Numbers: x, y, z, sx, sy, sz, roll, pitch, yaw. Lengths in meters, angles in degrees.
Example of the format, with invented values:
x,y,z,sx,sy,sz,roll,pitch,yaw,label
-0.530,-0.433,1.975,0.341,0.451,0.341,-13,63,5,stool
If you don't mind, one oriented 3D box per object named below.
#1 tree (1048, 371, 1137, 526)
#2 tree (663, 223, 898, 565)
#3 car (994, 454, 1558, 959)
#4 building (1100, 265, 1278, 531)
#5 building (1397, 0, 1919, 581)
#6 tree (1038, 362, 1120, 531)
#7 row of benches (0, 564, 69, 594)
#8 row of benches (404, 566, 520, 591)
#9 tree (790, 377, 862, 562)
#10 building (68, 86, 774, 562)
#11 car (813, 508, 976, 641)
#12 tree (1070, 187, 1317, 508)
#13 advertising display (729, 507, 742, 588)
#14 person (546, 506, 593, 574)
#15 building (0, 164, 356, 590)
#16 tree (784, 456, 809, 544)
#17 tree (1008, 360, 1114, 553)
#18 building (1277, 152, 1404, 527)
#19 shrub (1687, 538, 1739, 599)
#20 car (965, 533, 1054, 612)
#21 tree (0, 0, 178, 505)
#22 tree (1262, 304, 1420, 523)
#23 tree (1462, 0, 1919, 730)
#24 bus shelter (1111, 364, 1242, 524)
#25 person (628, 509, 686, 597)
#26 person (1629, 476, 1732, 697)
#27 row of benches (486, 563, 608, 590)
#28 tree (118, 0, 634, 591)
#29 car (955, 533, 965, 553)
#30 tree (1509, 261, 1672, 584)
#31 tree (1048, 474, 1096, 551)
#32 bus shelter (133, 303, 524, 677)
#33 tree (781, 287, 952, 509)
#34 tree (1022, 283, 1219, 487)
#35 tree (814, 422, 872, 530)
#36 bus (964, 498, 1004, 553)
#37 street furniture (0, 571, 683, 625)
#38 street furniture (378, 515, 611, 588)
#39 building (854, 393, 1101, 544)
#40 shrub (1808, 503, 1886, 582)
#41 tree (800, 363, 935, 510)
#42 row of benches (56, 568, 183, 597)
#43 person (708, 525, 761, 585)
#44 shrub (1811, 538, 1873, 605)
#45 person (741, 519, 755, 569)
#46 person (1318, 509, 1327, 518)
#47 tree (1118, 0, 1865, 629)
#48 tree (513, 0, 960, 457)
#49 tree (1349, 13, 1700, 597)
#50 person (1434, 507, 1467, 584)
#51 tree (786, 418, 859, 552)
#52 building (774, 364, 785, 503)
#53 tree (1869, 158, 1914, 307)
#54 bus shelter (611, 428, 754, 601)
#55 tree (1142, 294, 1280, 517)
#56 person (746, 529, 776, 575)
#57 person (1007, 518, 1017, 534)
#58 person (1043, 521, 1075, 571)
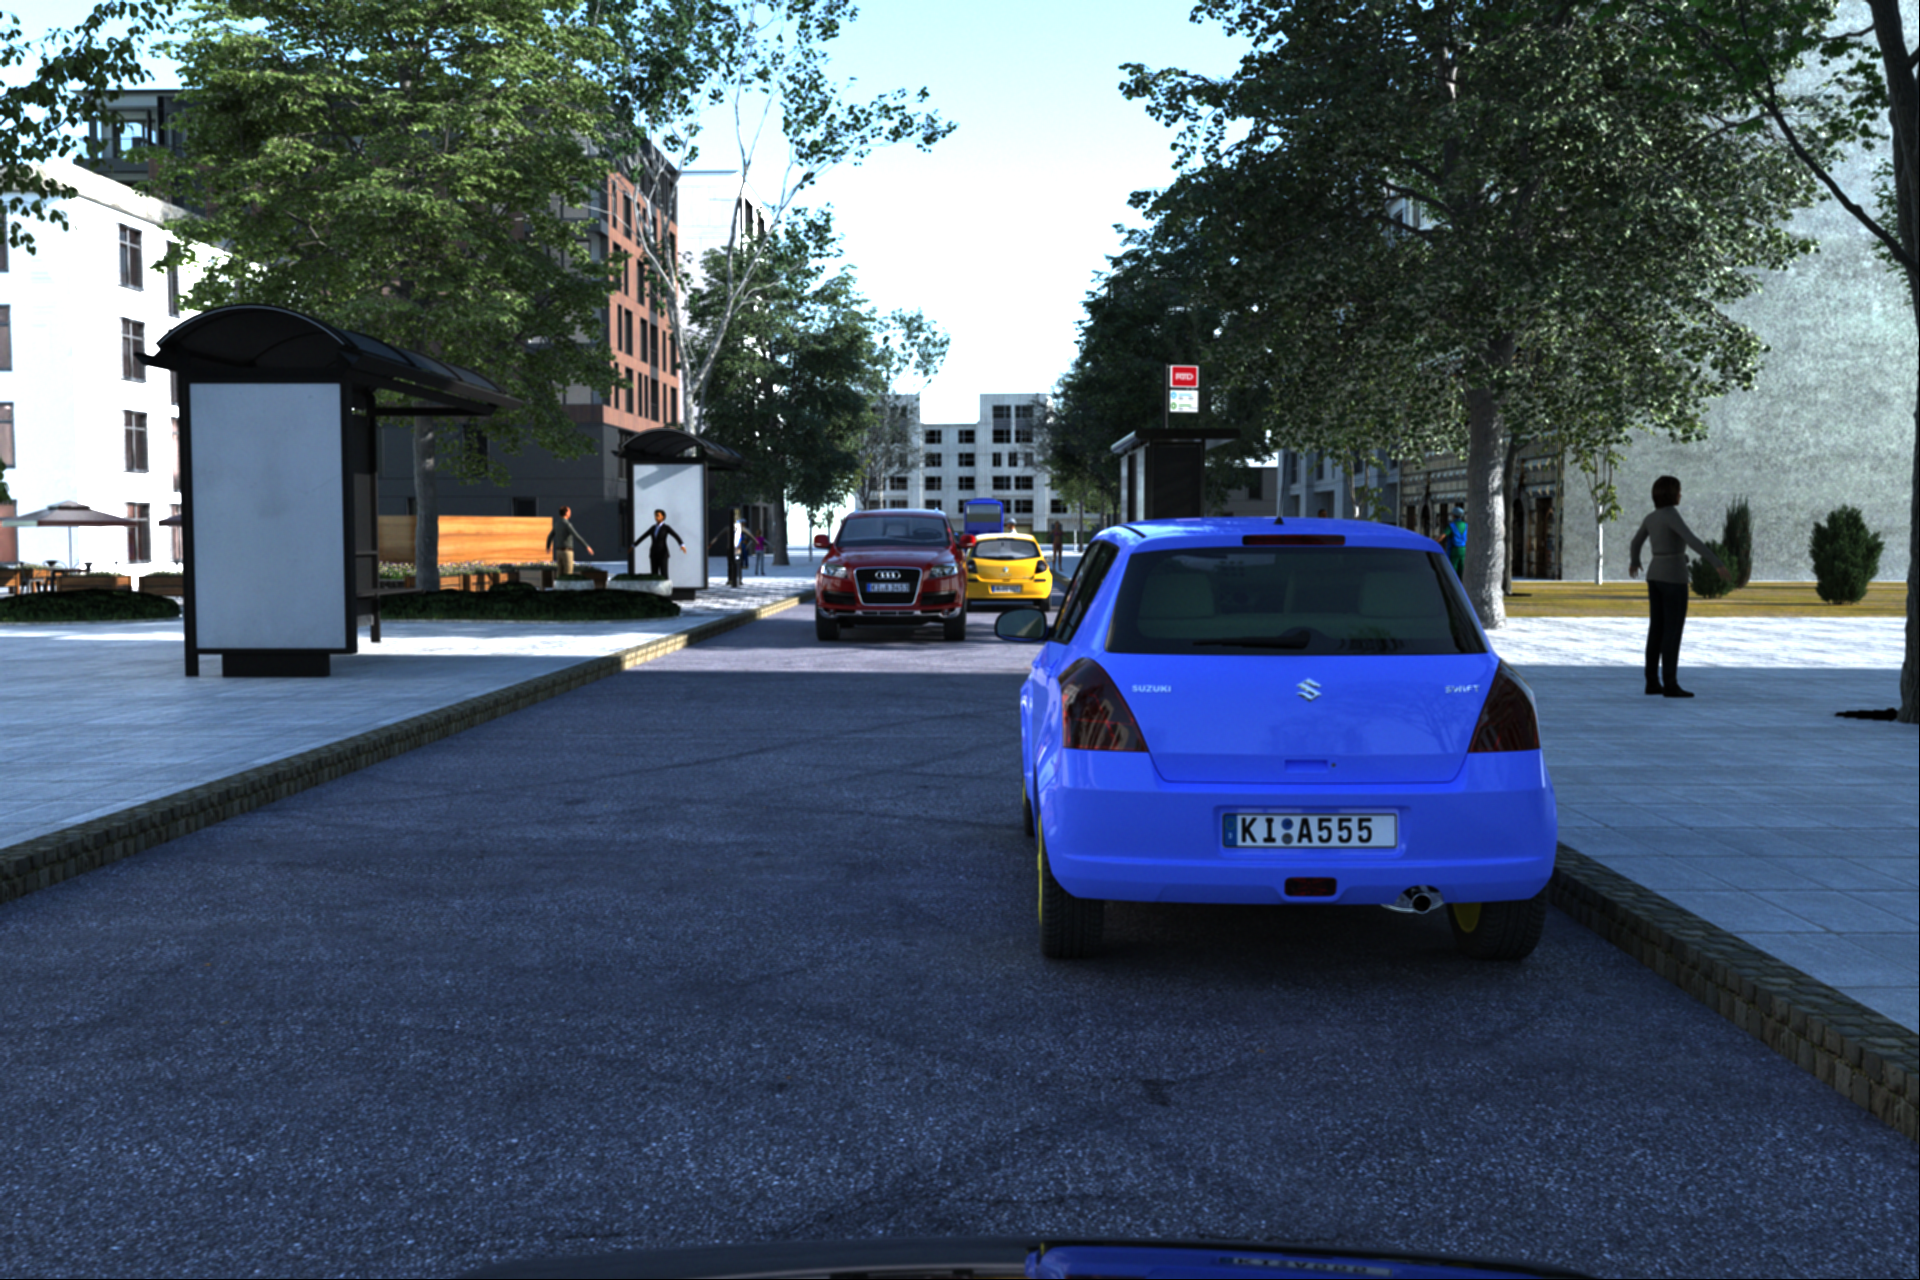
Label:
x,y,z,sx,sy,sz,roll,pitch,yaw,label
8.393,-9.884,96.020,8.767,10.594,7.601,3,4,38,tree
-7.403,-10.048,70.948,9.857,13.997,8.962,0,3,0,tree
1.112,0.150,7.142,1.945,1.707,3.694,0,4,1,car
25.765,-18.600,148.078,27.936,21.610,32.646,0,4,1,building
25.784,-13.760,55.906,19.493,23.208,18.063,0,4,0,building
8.611,-11.555,107.055,7.486,12.596,7.792,0,3,0,tree
-20.143,-1.241,35.758,1.422,0.672,4.104,1,4,13,row of benches
-9.236,-1.025,32.216,1.422,0.672,4.104,0,4,7,row of benches
-6.763,-7.982,80.875,4.737,8.622,4.395,0,3,0,tree
-26.443,-15.410,95.936,27.936,21.610,32.646,0,4,2,building
-0.914,-0.999,25.000,2.281,1.827,5.304,0,4,0,car
8.154,-9.565,63.039,9.857,13.997,8.962,0,3,0,tree
-5.426,-2.243,41.884,0.123,1.923,0.974,0,4,3,advertising display
-7.295,-1.579,32.086,1.348,1.796,0.705,3,5,40,person
-24.428,-6.813,53.535,9.099,9.664,28.070,0,4,1,building
-22.620,-19.205,224.365,12.009,13.543,11.850,0,3,0,tree
8.405,-12.762,119.036,12.009,13.543,11.850,0,3,0,tree
26.016,-13.116,80.905,16.747,18.905,31.486,0,4,0,building
15.000,-1.432,34.537,1.383,1.207,1.383,0,3,0,shrub
0.833,-1.413,33.327,2.015,1.641,3.980,0,3,0,car
-8.321,-3.821,12.840,4.737,8.622,4.395,0,3,0,tree
10.431,-5.855,46.084,4.737,8.622,4.395,0,3,0,tree
6.516,-5.250,11.588,9.928,11.665,9.643,0,3,0,tree
4.568,-3.727,38.575,2.179,5.291,8.768,0,4,0,bus shelter
-5.635,-1.562,32.263,1.216,1.740,0.721,1,4,20,person
5.670,-0.426,13.727,0.721,1.744,1.215,-1,4,-13,person
-8.610,-1.247,35.858,1.422,0.672,4.104,-3,5,-44,row of benches
-8.534,-6.603,26.093,7.486,12.596,7.792,0,3,0,tree
-0.626,-4.005,75.077,1.945,1.707,3.694,0,4,1,car
16.052,-5.719,43.873,4.737,8.622,4.395,0,3,0,tree
8.647,-10.982,129.922,4.737,8.622,4.395,0,3,0,tree
-6.214,-1.471,17.980,2.014,3.302,5.546,0,3,0,bus shelter
-7.329,-16.975,133.434,12.611,20.169,13.585,0,3,0,tree
8.087,-10.586,83.453,12.009,13.543,11.850,0,3,0,tree
-7.030,-9.253,101.641,4.737,8.622,4.395,0,3,0,tree
1.622,-7.727,117.889,2.896,3.916,12.251,0,4,1,bus
-9.254,-0.703,27.117,10.072,0.657,5.734,0,4,1,street furniture
-13.539,-2.192,42.698,11.010,1.723,9.812,1,4,23,street furniture
3.286,-21.716,223.968,31.486,18.905,16.747,0,4,6,building
21.064,-2.248,41.180,1.690,2.028,1.600,0,3,0,shrub
-6.652,-12.864,120.702,12.009,13.543,11.850,0,3,0,tree
-13.898,-0.943,30.883,4.104,0.672,1.422,0,4,-1,row of benches
-5.699,-2.302,43.768,1.348,1.813,0.705,0,4,-3,person
16.022,-1.245,31.470,1.383,1.207,1.383,0,3,0,shrub
-8.008,-3.551,63.917,1.347,1.847,0.705,3,4,37,person
7.608,-1.842,36.345,1.346,1.802,0.704,-1,4,-16,person
7.020,-7.132,23.260,9.857,13.997,8.962,0,3,0,tree
-6.907,-11.857,49.754,12.611,20.169,13.585,0,3,0,tree
11.261,-6.711,35.488,9.928,11.665,9.643,0,3,0,tree
9.860,-1.733,34.460,1.347,1.817,0.704,-2,4,-24,person
-6.686,-8.624,91.361,4.360,8.622,3.978,0,3,0,tree
-24.718,-19.834,180.708,16.016,20.090,11.380,0,4,1,building
21.064,-6.529,32.508,9.928,11.665,9.643,0,3,0,tree
-5.606,-2.558,35.749,2.014,3.302,5.546,0,4,1,bus shelter
7.401,-6.335,53.945,4.360,8.622,3.978,0,3,0,tree
-6.215,-2.729,53.886,0.991,1.433,0.599,1,4,14,person
1.338,-2.296,45.849,0.705,1.847,1.347,1,4,17,person
3.424,-3.269,60.248,1.217,1.733,0.721,-1,4,-22,person
